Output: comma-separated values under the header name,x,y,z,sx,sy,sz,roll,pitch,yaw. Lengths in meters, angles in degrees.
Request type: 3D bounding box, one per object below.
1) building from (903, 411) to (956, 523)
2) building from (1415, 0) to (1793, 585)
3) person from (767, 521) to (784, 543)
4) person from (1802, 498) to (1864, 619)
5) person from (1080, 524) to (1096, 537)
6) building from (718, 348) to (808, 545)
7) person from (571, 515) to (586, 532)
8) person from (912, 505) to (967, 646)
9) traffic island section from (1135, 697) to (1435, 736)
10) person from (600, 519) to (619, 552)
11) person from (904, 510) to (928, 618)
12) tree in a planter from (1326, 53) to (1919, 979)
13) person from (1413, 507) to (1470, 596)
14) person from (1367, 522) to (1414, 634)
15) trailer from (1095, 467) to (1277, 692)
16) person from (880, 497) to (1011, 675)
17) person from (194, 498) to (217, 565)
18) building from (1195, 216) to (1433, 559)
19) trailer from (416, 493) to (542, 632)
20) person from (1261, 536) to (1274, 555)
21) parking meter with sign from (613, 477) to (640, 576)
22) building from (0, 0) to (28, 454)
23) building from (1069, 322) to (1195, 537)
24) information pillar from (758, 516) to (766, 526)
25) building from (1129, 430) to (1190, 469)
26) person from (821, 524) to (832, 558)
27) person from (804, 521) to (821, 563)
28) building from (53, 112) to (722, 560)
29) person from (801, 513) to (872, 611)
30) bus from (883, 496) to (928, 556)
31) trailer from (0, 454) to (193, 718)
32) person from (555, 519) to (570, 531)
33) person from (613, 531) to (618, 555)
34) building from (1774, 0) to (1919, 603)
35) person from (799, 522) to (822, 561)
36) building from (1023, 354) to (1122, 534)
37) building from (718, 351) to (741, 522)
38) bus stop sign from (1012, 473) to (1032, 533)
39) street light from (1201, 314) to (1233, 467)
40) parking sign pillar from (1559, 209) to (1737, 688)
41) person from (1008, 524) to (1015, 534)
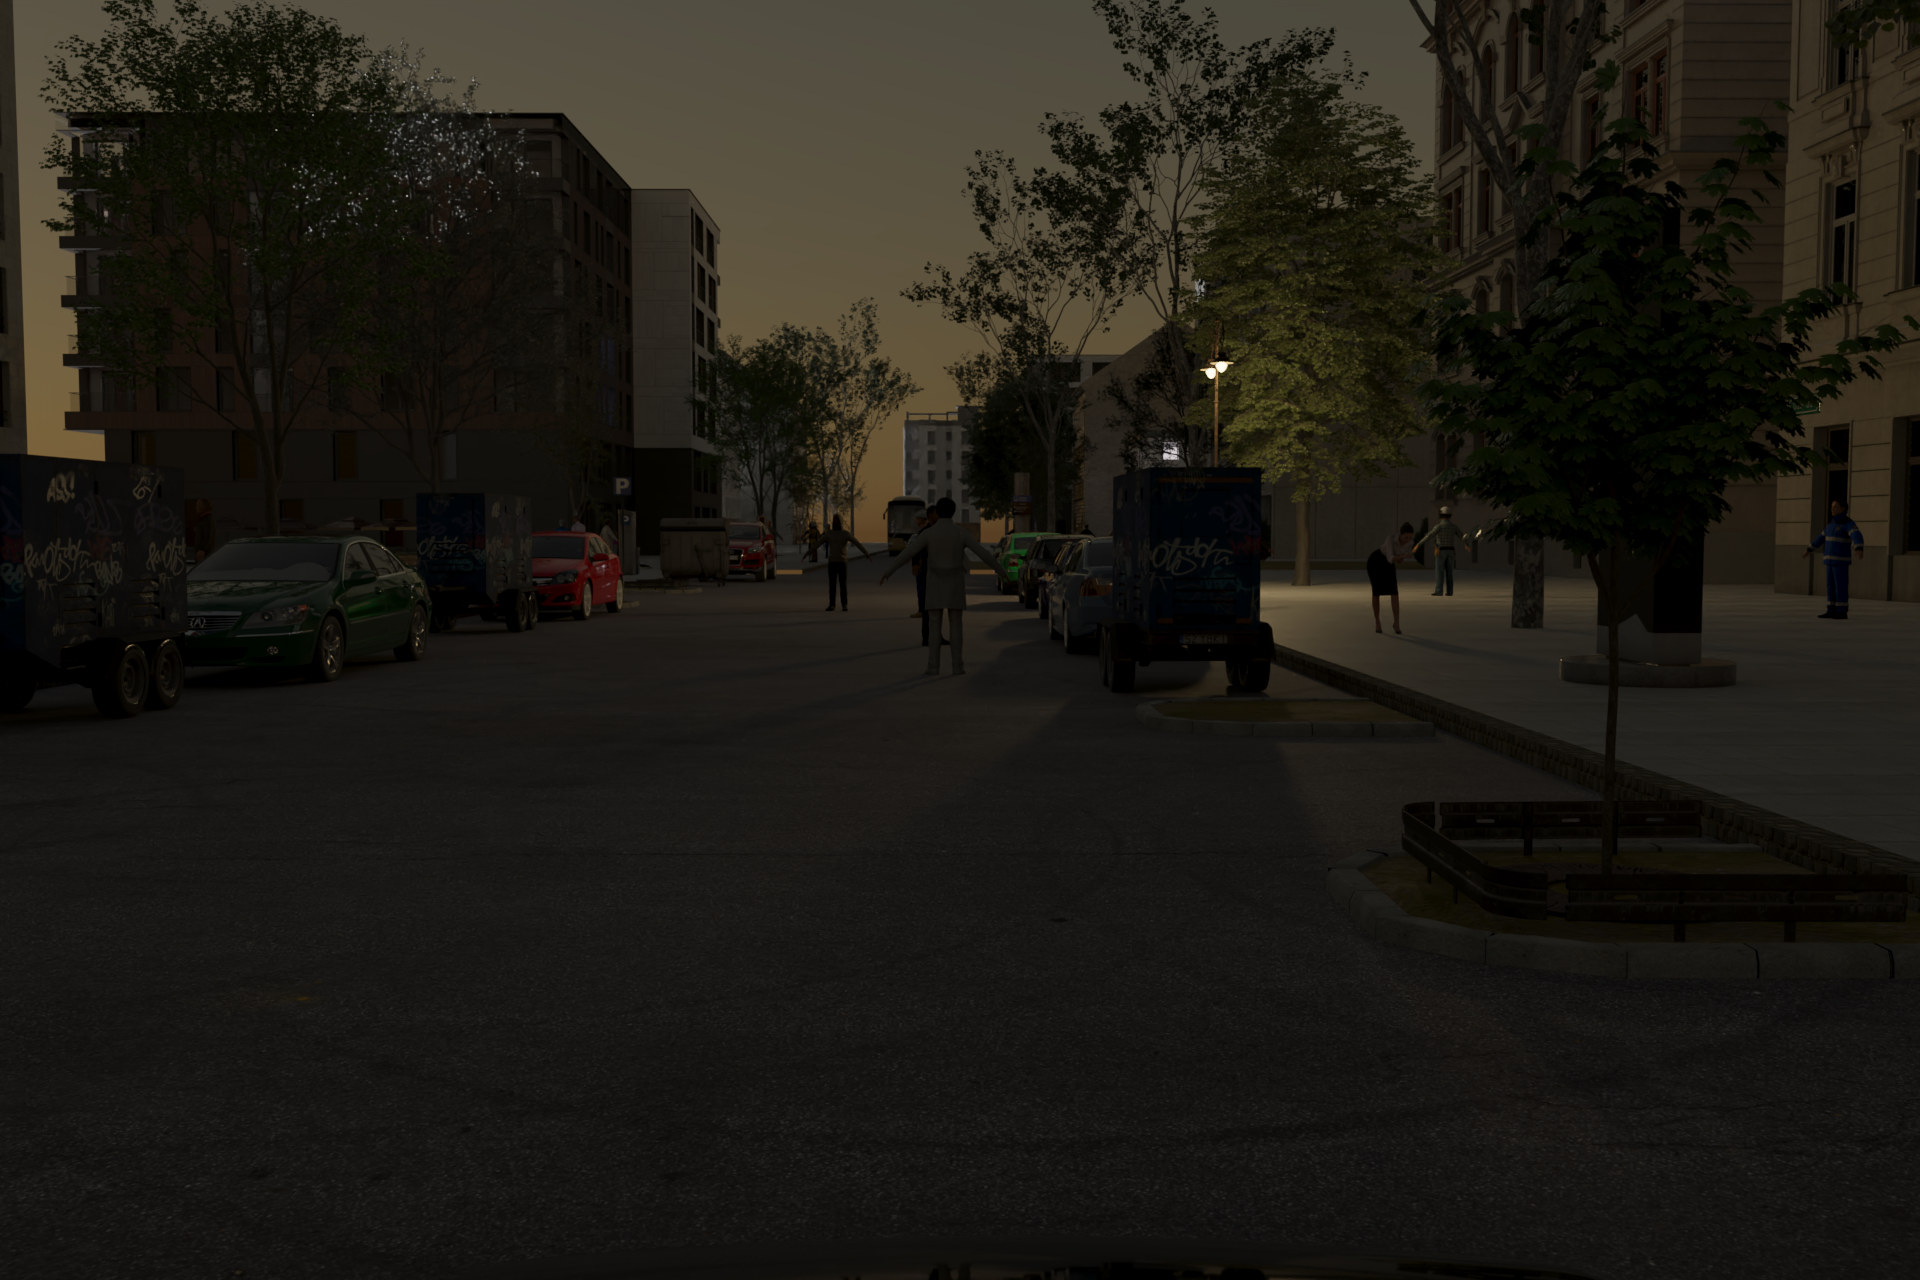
name,x,y,z,sx,sy,sz,roll,pitch,yaw
building,-7.938,-24.384,257.548,11.380,20.090,16.016,-1,4,-10
building,24.059,-16.323,54.273,14.401,28.519,23.554,0,4,-1
person,-7.360,-3.694,66.661,1.348,1.796,0.705,1,4,16
person,13.262,-1.238,26.211,0.704,1.831,1.345,-1,4,-8
person,6.840,-5.324,93.229,1.347,1.806,0.705,2,4,31
building,-28.516,-23.103,208.655,19.493,23.208,18.063,0,3,0
person,-11.405,-2.774,51.273,0.599,1.838,0.709,2,4,33
person,-0.316,-0.833,22.300,0.704,1.802,1.346,2,4,28
traffic island section,2.375,0.586,13.280,1.991,0.108,1.994,0,4,0
person,-12.358,-3.352,60.896,0.704,1.819,1.344,-3,5,-40
person,-0.669,-1.314,29.796,0.705,1.847,1.347,1,4,14
tree in a planter,2.462,-0.566,6.482,1.991,3.239,1.994,0,4,0
person,10.030,-1.839,35.905,1.345,1.849,0.704,-1,4,-17
person,5.563,-0.796,22.239,0.799,1.438,0.628,3,5,40
trailer,2.035,-0.592,16.723,1.471,1.999,3.904,0,4,-2
person,-0.148,-0.555,17.720,1.347,1.806,0.705,0,4,-3
person,-11.012,-1.165,25.235,0.705,1.807,1.348,-2,4,-24
building,24.640,-14.594,105.074,16.747,18.905,31.486,0,4,0
trailer,-7.073,-1.087,24.814,1.471,1.999,3.904,0,4,0
person,5.087,-1.578,31.870,1.348,1.821,0.705,1,4,13
parking meter with sign,-10.351,-3.532,54.016,0.543,3.016,1.738,0,3,0
building,-30.532,-11.291,38.487,10.420,20.400,16.860,0,4,-1
building,21.880,-21.634,184.643,19.493,23.208,18.063,0,3,0
information pillar,-8.167,-4.103,71.575,0.304,2.012,0.304,0,4,1
building,19.340,-12.100,139.979,9.099,9.664,28.070,0,4,0
person,-6.890,-5.201,91.009,1.349,1.833,0.705,0,4,5
person,-6.609,-4.426,78.141,0.705,1.858,1.354,2,4,27
building,-29.887,-15.693,100.554,27.936,21.610,32.646,0,4,0
person,-2.283,-1.448,32.255,1.348,1.813,0.705,1,4,10
bus,-3.417,-7.553,115.040,2.896,3.916,12.252,0,4,0
trailer,-7.148,-0.368,13.064,1.471,1.999,3.904,0,4,-1
person,-14.554,-3.497,63.297,1.347,1.817,0.704,0,4,2
person,-16.432,-4.502,82.873,0.599,1.433,0.991,-2,4,-29
building,25.729,-14.616,15.391,17.030,29.872,44.131,0,4,0
person,-6.793,-4.499,79.702,1.345,1.843,0.704,1,4,14
building,21.597,-22.604,213.548,27.936,21.610,32.646,0,4,-1
building,-29.232,-19.748,179.302,16.016,20.090,11.380,0,4,-1
bus stop sign,2.663,-5.230,74.523,0.837,3.901,0.837,0,4,1
street light,5.410,-3.904,36.620,0.468,5.910,1.993,0,4,0
parking sign pillar,5.996,-1.623,15.017,1.447,3.967,1.447,0,4,0
person,2.843,-5.073,89.088,1.346,1.812,0.704,-1,4,-13
